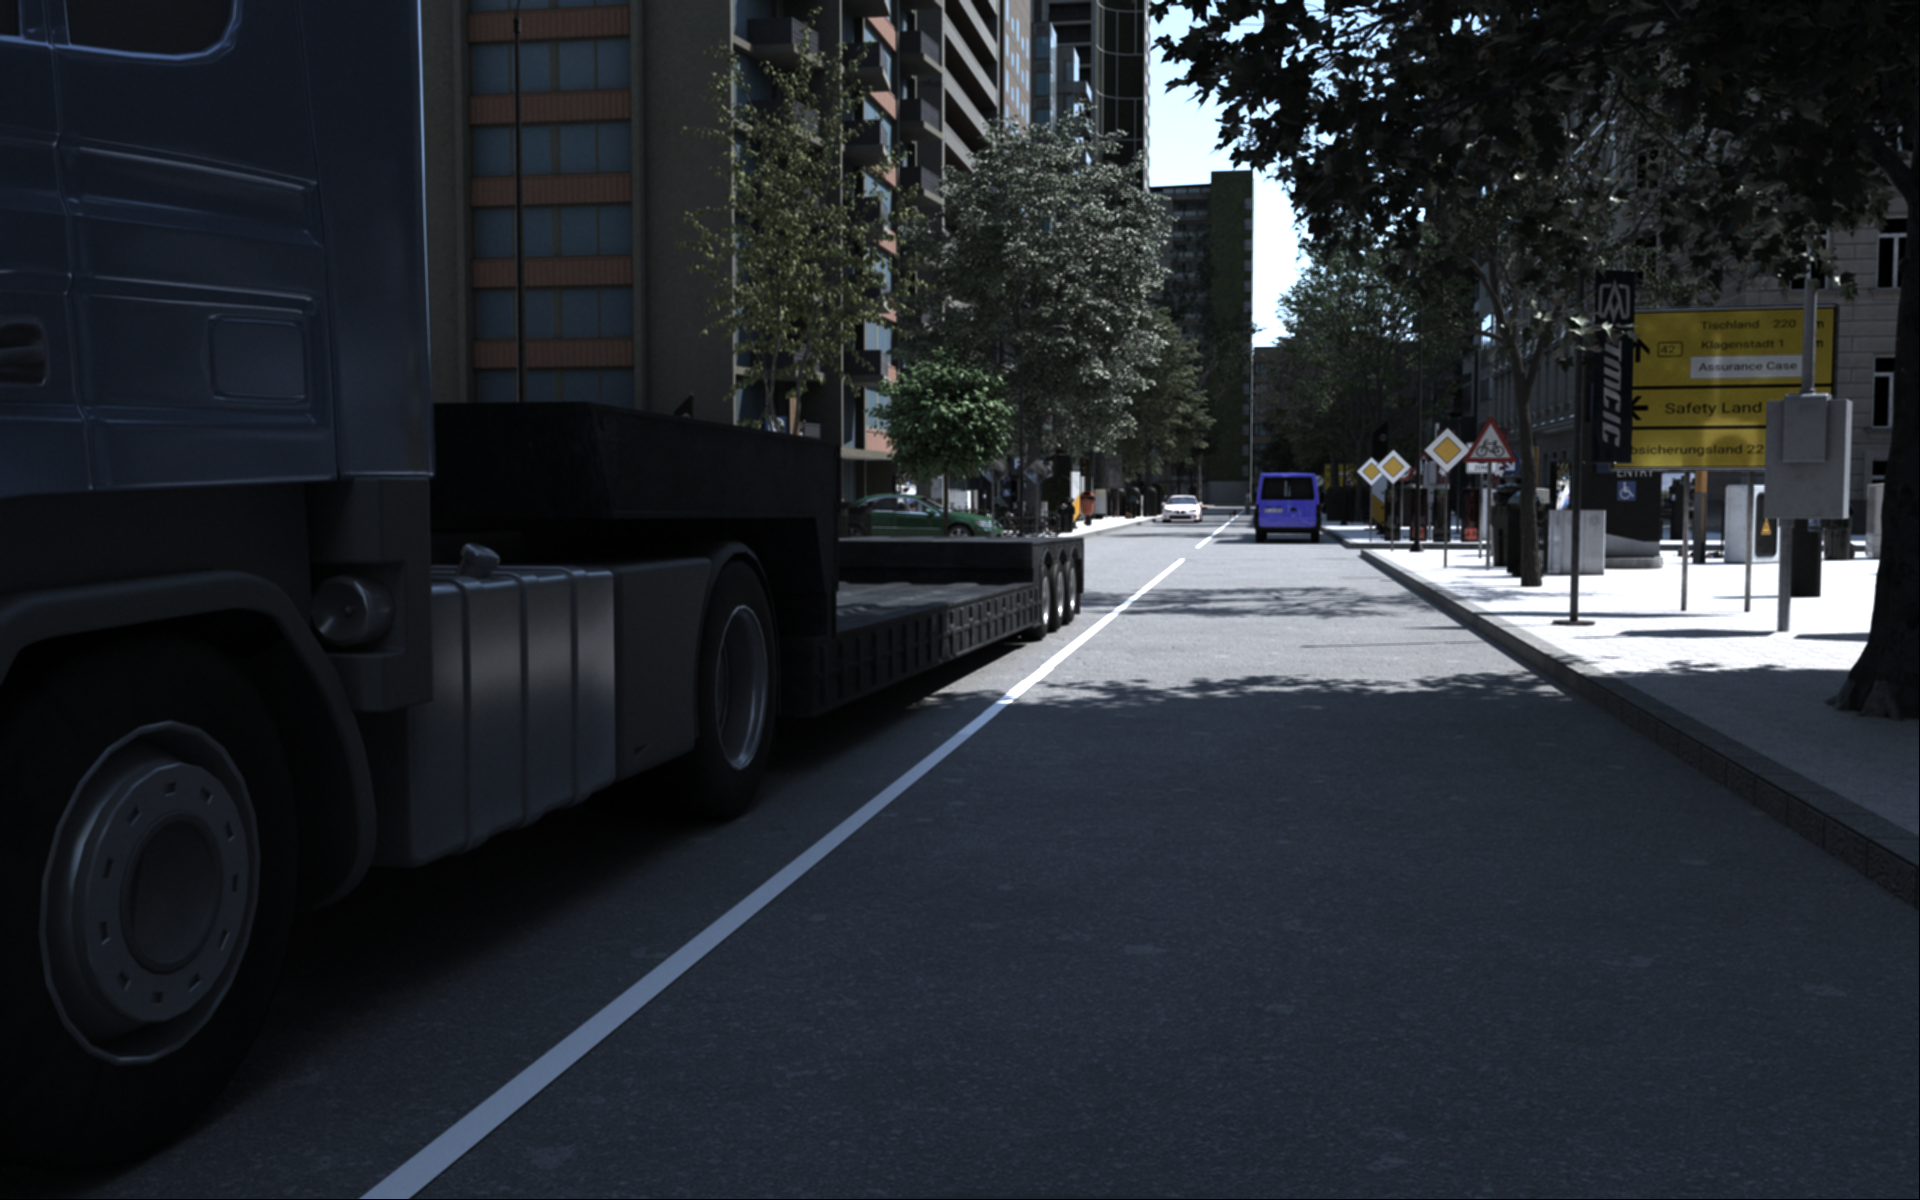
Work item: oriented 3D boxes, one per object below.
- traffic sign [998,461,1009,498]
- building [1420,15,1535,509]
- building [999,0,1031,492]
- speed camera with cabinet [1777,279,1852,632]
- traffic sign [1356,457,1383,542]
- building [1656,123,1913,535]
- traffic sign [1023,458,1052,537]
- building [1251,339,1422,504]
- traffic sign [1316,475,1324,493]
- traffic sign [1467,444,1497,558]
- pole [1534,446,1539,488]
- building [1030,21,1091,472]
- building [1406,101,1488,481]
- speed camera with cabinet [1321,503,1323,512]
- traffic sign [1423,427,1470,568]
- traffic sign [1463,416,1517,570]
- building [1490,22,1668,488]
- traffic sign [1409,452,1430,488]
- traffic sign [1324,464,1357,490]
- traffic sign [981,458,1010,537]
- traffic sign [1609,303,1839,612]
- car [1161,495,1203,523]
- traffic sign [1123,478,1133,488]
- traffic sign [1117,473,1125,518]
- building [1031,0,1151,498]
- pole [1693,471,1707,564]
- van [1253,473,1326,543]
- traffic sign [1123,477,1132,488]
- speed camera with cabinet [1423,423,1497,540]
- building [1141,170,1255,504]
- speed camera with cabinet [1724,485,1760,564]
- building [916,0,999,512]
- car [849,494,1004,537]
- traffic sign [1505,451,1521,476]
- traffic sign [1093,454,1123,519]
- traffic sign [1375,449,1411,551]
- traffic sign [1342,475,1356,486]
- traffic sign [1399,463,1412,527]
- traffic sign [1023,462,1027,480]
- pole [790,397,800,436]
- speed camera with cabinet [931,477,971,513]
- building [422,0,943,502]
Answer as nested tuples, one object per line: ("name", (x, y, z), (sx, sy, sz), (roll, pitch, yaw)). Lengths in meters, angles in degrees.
("traffic sign", (1.421, -3.894, 63.779), (0.768, 2.556, 0.104), (1, 4, 16))
("building", (49.447, -50.299, 135.065), (22.319, 86.520, 31.000), (1, 4, 10))
("building", (-2.457, -29.465, 131.868), (14.600, 45.320, 14.200), (1, 4, 10))
("speed camera with cabinet", (8.503, -1.313, 15.809), (2.038, 3.252, 0.660), (2, 4, 32))
("traffic sign", (11.057, -2.627, 46.597), (0.795, 2.450, 0.064), (1, 4, 10))
("building", (37.676, -15.932, 57.749), (25.104, 27.353, 12.463), (1, 4, 10))
("traffic sign", (2.152, -2.724, 48.177), (0.795, 2.450, 0.064), (1, 4, 10))
("building", (52.762, -23.256, 225.266), (28.899, 21.520, 27.650), (1, 4, 10))
("traffic sign", (24.154, -7.140, 116.838), (0.768, 2.556, 0.104), (1, 4, 13))
("traffic sign", (10.358, -1.975, 34.420), (0.606, 2.300, 0.079), (1, 4, 11))
("pole", (24.392, -4.862, 73.336), (0.158, 3.312, 0.155), (0, 3, 0))
("building", (-2.170, -34.207, 178.888), (30.456, 49.044, 23.786), (1, 4, 10))
("building", (55.035, -31.264, 165.787), (22.147, 44.769, 28.867), (1, 4, 10))
("speed camera with cabinet", (26.177, -7.701, 120.249), (2.038, 3.252, 0.660), (1, 4, 21))
("traffic sign", (8.423, -1.762, 29.998), (0.795, 2.450, 0.064), (1, 4, 10))
("traffic sign", (8.878, -1.777, 29.062), (0.884, 2.594, 0.081), (1, 4, 10))
("building", (40.119, -19.453, 94.476), (17.030, 29.872, 44.131), (1, 4, 10))
("traffic sign", (14.170, -3.240, 52.981), (0.884, 2.594, 0.081), (1, 4, 17))
("traffic sign", (25.601, -7.488, 116.307), (2.265, 3.308, 0.079), (1, 4, 19))
("traffic sign", (0.770, -2.243, 40.312), (0.795, 2.450, 0.064), (1, 4, 10))
("traffic sign", (8.270, -1.528, 18.854), (2.265, 3.308, 0.079), (1, 4, 15))
("car", (11.257, -4.601, 87.580), (2.083, 1.381, 4.827), (1, 4, 10))
("traffic sign", (10.939, -6.766, 112.753), (0.606, 2.300, 0.079), (1, 4, 11))
("traffic sign", (8.564, -5.731, 93.810), (0.768, 2.556, 0.104), (1, 4, 14))
("building", (14.006, -48.278, 227.604), (20.611, 71.187, 20.563), (1, 4, 10))
("pole", (13.673, -2.330, 31.946), (0.158, 3.312, 0.155), (0, 3, 0))
("van", (9.992, -2.954, 52.681), (2.240, 2.365, 5.245), (1, 4, 11))
("traffic sign", (10.672, -6.737, 111.340), (0.795, 2.450, 0.064), (1, 4, 13))
("speed camera with cabinet", (13.986, -3.298, 48.255), (2.038, 3.252, 0.660), (1, 4, 19))
("building", (30.464, -32.927, 221.948), (14.086, 41.232, 14.154), (1, 4, 10))
("speed camera with cabinet", (15.119, -2.319, 32.245), (2.038, 3.252, 0.660), (-2, 4, -32))
("building", (-9.667, -29.619, 107.968), (21.300, 48.544, 21.600), (1, 4, 10))
("car", (-1.300, -2.053, 45.370), (4.920, 1.459, 2.131), (1, 4, 10))
("traffic sign", (15.808, -3.056, 50.071), (0.768, 2.556, 0.104), (1, 4, 15))
("traffic sign", (7.126, -5.751, 87.908), (2.265, 3.308, 0.079), (1, 4, 15))
("traffic sign", (9.675, -2.146, 38.732), (0.795, 2.450, 0.064), (1, 4, 10))
("traffic sign", (25.402, -6.919, 113.125), (0.884, 2.594, 0.081), (1, 4, 14))
("traffic sign", (17.283, -4.135, 67.711), (0.768, 2.556, 0.104), (1, 4, 14))
("traffic sign", (2.539, -3.870, 63.388), (0.768, 2.556, 0.104), (1, 4, 18))
("pole", (-3.489, -2.616, 36.617), (0.158, 3.312, 0.155), (0, 3, 0))
("speed camera with cabinet", (-0.483, -5.937, 91.404), (2.038, 3.252, 0.660), (1, 4, 18))
("building", (-12.958, -25.710, 74.981), (22.147, 44.769, 28.867), (1, 4, 10))
